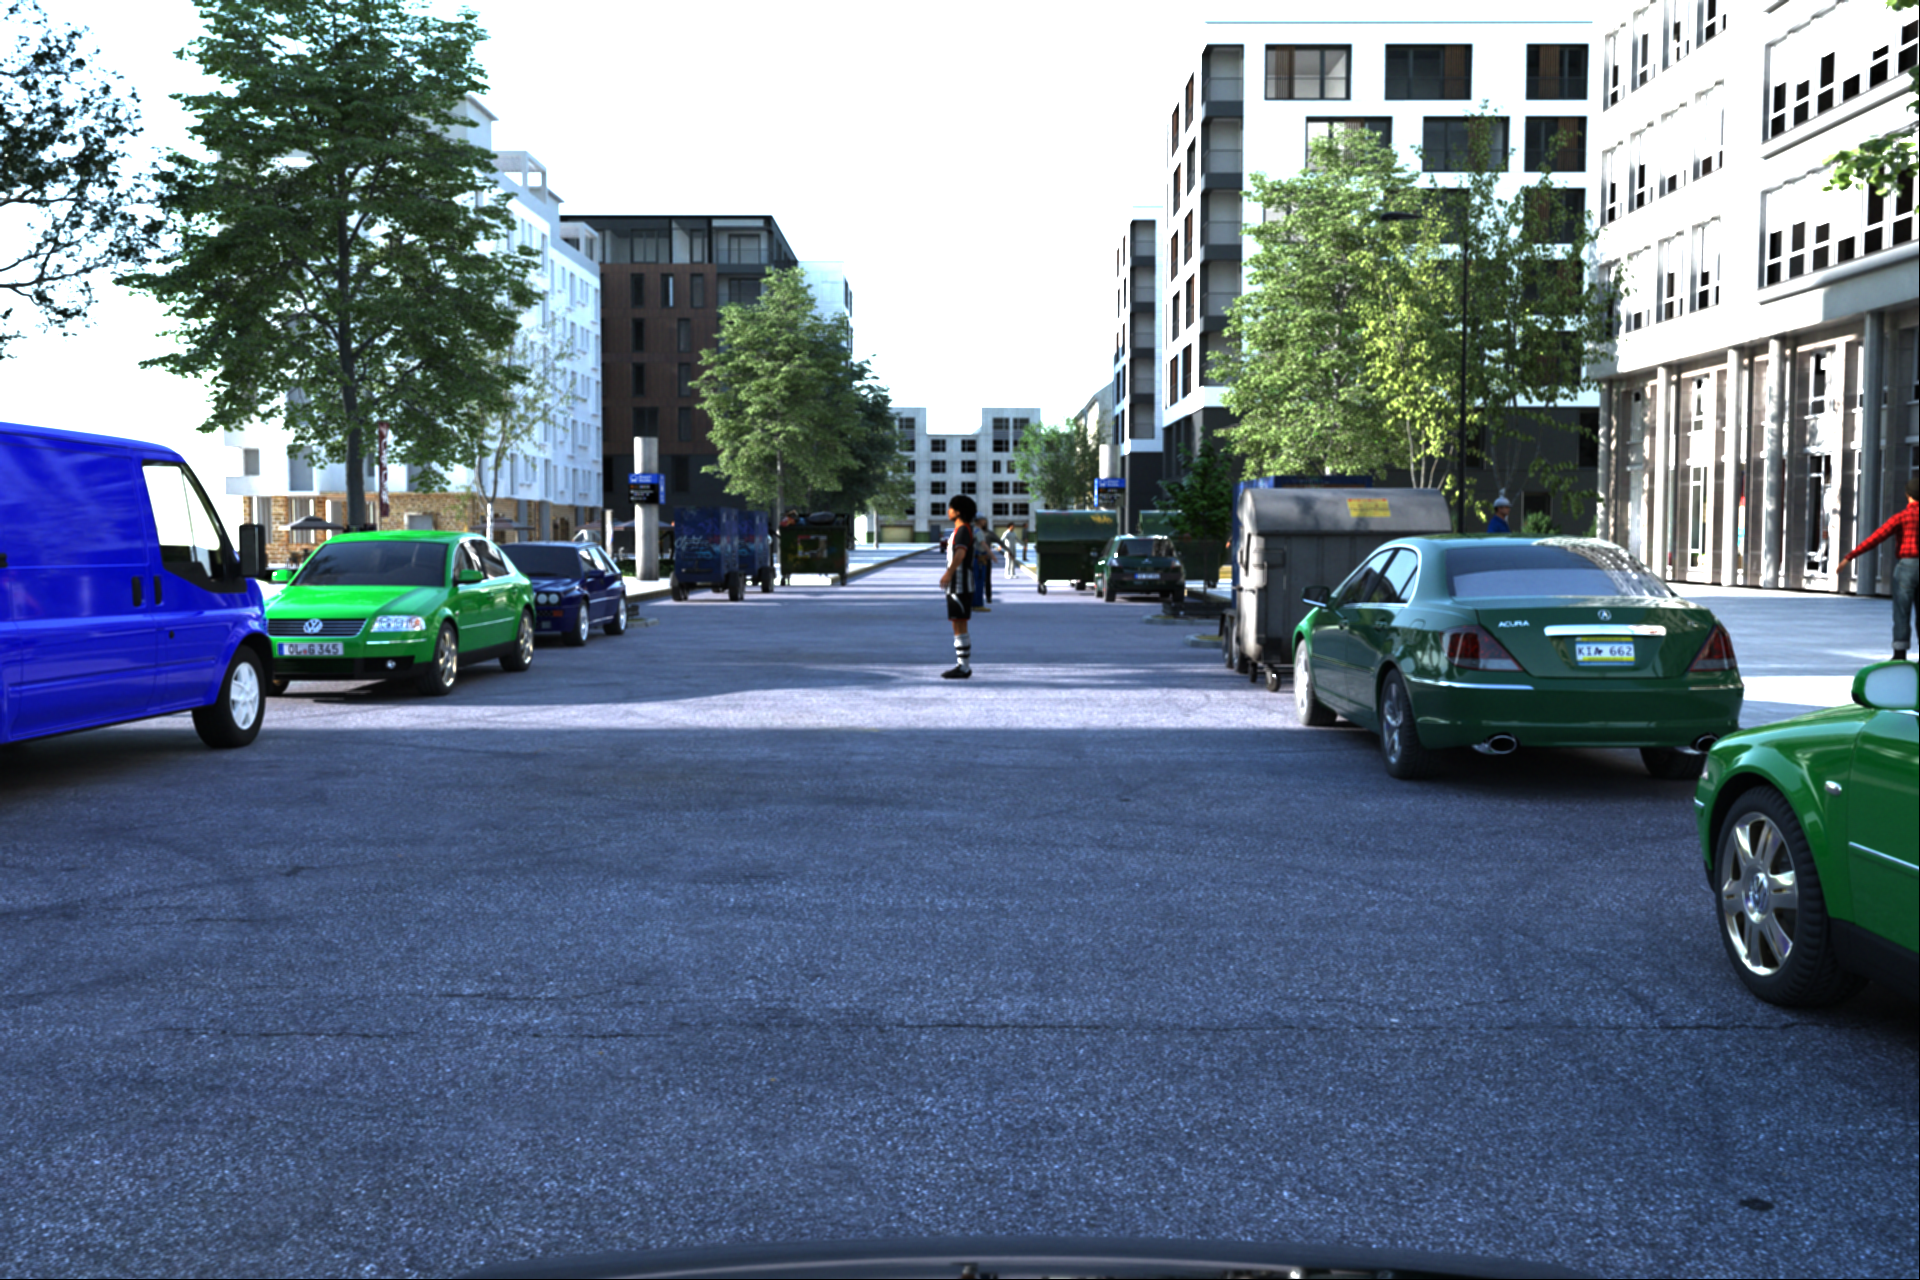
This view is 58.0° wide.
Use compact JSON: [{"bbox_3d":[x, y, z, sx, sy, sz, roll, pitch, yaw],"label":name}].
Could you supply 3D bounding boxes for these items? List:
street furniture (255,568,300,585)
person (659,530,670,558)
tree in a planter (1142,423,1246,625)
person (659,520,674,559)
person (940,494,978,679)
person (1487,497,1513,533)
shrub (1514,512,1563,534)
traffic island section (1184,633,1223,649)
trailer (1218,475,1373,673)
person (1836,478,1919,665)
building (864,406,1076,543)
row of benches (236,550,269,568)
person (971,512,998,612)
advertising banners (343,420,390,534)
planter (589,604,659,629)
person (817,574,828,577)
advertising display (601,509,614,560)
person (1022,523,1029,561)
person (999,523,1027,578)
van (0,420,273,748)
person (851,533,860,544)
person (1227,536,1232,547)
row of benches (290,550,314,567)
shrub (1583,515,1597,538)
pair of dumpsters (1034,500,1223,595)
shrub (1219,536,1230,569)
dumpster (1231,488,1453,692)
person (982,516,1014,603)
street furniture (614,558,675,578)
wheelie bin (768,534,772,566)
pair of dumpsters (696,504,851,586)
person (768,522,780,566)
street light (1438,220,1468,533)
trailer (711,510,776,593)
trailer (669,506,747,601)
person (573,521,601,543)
[{"bbox_3d":[-29.337,-2.852,51.655,27.439,1.986,14.083,1,4,10],"label":"street furniture"},{"bbox_3d":[-15.367,-5.057,88.448,1.354,1.858,0.705,1,4,11],"label":"person"},{"bbox_3d":[3.980,-1.885,28.038,1.991,3.239,1.994,0,4,1],"label":"tree in a planter"},{"bbox_3d":[-10.666,-3.579,64.705,1.347,1.806,0.705,-1,4,-20],"label":"person"},{"bbox_3d":[-0.023,-0.532,17.299,0.704,1.843,1.345,0,4,5],"label":"person"},{"bbox_3d":[8.326,-1.267,26.595,0.705,1.842,1.347,3,4,38],"label":"person"},{"bbox_3d":[19.126,-3.257,57.290,1.661,2.075,1.752,0,3,0],"label":"shrub"},{"bbox_3d":[3.942,0.022,22.509,1.991,0.108,1.994,0,4,1],"label":"traffic island section"},{"bbox_3d":[3.541,-0.719,18.806,1.471,1.999,3.904,0,4,0],"label":"trailer"},{"bbox_3d":[9.075,-0.636,16.502,1.345,1.816,0.704,0,4,3],"label":"person"},{"bbox_3d":[2.244,-23.100,246.605,31.486,18.905,16.747,0,4,-4],"label":"building"},{"bbox_3d":[-27.985,-3.129,66.626,4.104,0.672,1.422,3,5,39],"label":"row of benches"},{"bbox_3d":[0.375,-1.453,32.069,0.705,1.847,1.347,-1,4,-18],"label":"person"},{"bbox_3d":[-8.929,-1.835,26.185,0.090,3.025,2.074,0,3,0],"label":"advertising banners"},{"bbox_3d":[-5.794,-0.365,27.105,1.991,0.319,1.994,0,4,1],"label":"planter"},{"bbox_3d":[-4.157,-2.633,52.321,0.991,1.433,0.599,-1,4,-16],"label":"person"},{"bbox_3d":[-9.273,-2.470,45.600,0.123,1.923,0.974,0,4,1],"label":"advertising display"},{"bbox_3d":[3.140,-4.678,82.755,0.705,1.796,1.348,0,4,6],"label":"person"},{"bbox_3d":[1.690,-2.939,56.696,0.705,1.806,1.347,3,5,43],"label":"person"},{"bbox_3d":[-5.748,-0.338,9.908,2.240,2.365,5.245,0,4,1],"label":"van"},{"bbox_3d":[-4.370,-3.593,64.520,1.354,1.856,0.705,-2,4,-26],"label":"person"},{"bbox_3d":[8.055,-2.589,48.516,1.348,1.807,0.705,-1,4,-17],"label":"person"},{"bbox_3d":[-24.055,-3.194,67.692,4.104,0.672,1.422,0,4,5],"label":"row of benches"},{"bbox_3d":[19.657,-2.960,52.807,1.690,2.028,1.600,0,3,0],"label":"shrub"},{"bbox_3d":[3.967,-2.215,41.165,4.436,2.255,1.574,0,3,0],"label":"pair of dumpsters"},{"bbox_3d":[8.105,-3.226,57.160,1.690,2.028,1.600,0,3,0],"label":"shrub"},{"bbox_3d":[3.532,-0.485,16.147,1.865,1.857,1.264,0,4,0],"label":"dumpster"},{"bbox_3d":[0.470,-1.672,35.930,1.348,1.813,0.705,1,4,14],"label":"person"},{"bbox_3d":[-10.757,-2.393,54.756,5.734,0.657,10.072,-1,4,-8],"label":"street furniture"},{"bbox_3d":[-6.293,-2.848,54.467,0.693,1.594,0.980,0,4,1],"label":"wheelie bin"},{"bbox_3d":[-5.259,-2.639,48.094,4.436,2.255,1.574,0,4,1],"label":"pair of dumpsters"},{"bbox_3d":[-7.243,-3.584,65.314,1.216,1.740,0.721,-1,4,-19],"label":"person"},{"bbox_3d":[7.832,-3.214,25.092,1.470,5.913,1.316,0,4,0],"label":"street light"},{"bbox_3d":[-5.325,-2.121,41.733,1.471,1.999,3.904,0,4,1],"label":"trailer"},{"bbox_3d":[-5.407,-1.799,36.458,1.471,1.999,3.904,0,4,1],"label":"trailer"},{"bbox_3d":[-15.372,-4.004,71.648,1.347,1.806,0.705,-1,4,-12],"label":"person"}]
